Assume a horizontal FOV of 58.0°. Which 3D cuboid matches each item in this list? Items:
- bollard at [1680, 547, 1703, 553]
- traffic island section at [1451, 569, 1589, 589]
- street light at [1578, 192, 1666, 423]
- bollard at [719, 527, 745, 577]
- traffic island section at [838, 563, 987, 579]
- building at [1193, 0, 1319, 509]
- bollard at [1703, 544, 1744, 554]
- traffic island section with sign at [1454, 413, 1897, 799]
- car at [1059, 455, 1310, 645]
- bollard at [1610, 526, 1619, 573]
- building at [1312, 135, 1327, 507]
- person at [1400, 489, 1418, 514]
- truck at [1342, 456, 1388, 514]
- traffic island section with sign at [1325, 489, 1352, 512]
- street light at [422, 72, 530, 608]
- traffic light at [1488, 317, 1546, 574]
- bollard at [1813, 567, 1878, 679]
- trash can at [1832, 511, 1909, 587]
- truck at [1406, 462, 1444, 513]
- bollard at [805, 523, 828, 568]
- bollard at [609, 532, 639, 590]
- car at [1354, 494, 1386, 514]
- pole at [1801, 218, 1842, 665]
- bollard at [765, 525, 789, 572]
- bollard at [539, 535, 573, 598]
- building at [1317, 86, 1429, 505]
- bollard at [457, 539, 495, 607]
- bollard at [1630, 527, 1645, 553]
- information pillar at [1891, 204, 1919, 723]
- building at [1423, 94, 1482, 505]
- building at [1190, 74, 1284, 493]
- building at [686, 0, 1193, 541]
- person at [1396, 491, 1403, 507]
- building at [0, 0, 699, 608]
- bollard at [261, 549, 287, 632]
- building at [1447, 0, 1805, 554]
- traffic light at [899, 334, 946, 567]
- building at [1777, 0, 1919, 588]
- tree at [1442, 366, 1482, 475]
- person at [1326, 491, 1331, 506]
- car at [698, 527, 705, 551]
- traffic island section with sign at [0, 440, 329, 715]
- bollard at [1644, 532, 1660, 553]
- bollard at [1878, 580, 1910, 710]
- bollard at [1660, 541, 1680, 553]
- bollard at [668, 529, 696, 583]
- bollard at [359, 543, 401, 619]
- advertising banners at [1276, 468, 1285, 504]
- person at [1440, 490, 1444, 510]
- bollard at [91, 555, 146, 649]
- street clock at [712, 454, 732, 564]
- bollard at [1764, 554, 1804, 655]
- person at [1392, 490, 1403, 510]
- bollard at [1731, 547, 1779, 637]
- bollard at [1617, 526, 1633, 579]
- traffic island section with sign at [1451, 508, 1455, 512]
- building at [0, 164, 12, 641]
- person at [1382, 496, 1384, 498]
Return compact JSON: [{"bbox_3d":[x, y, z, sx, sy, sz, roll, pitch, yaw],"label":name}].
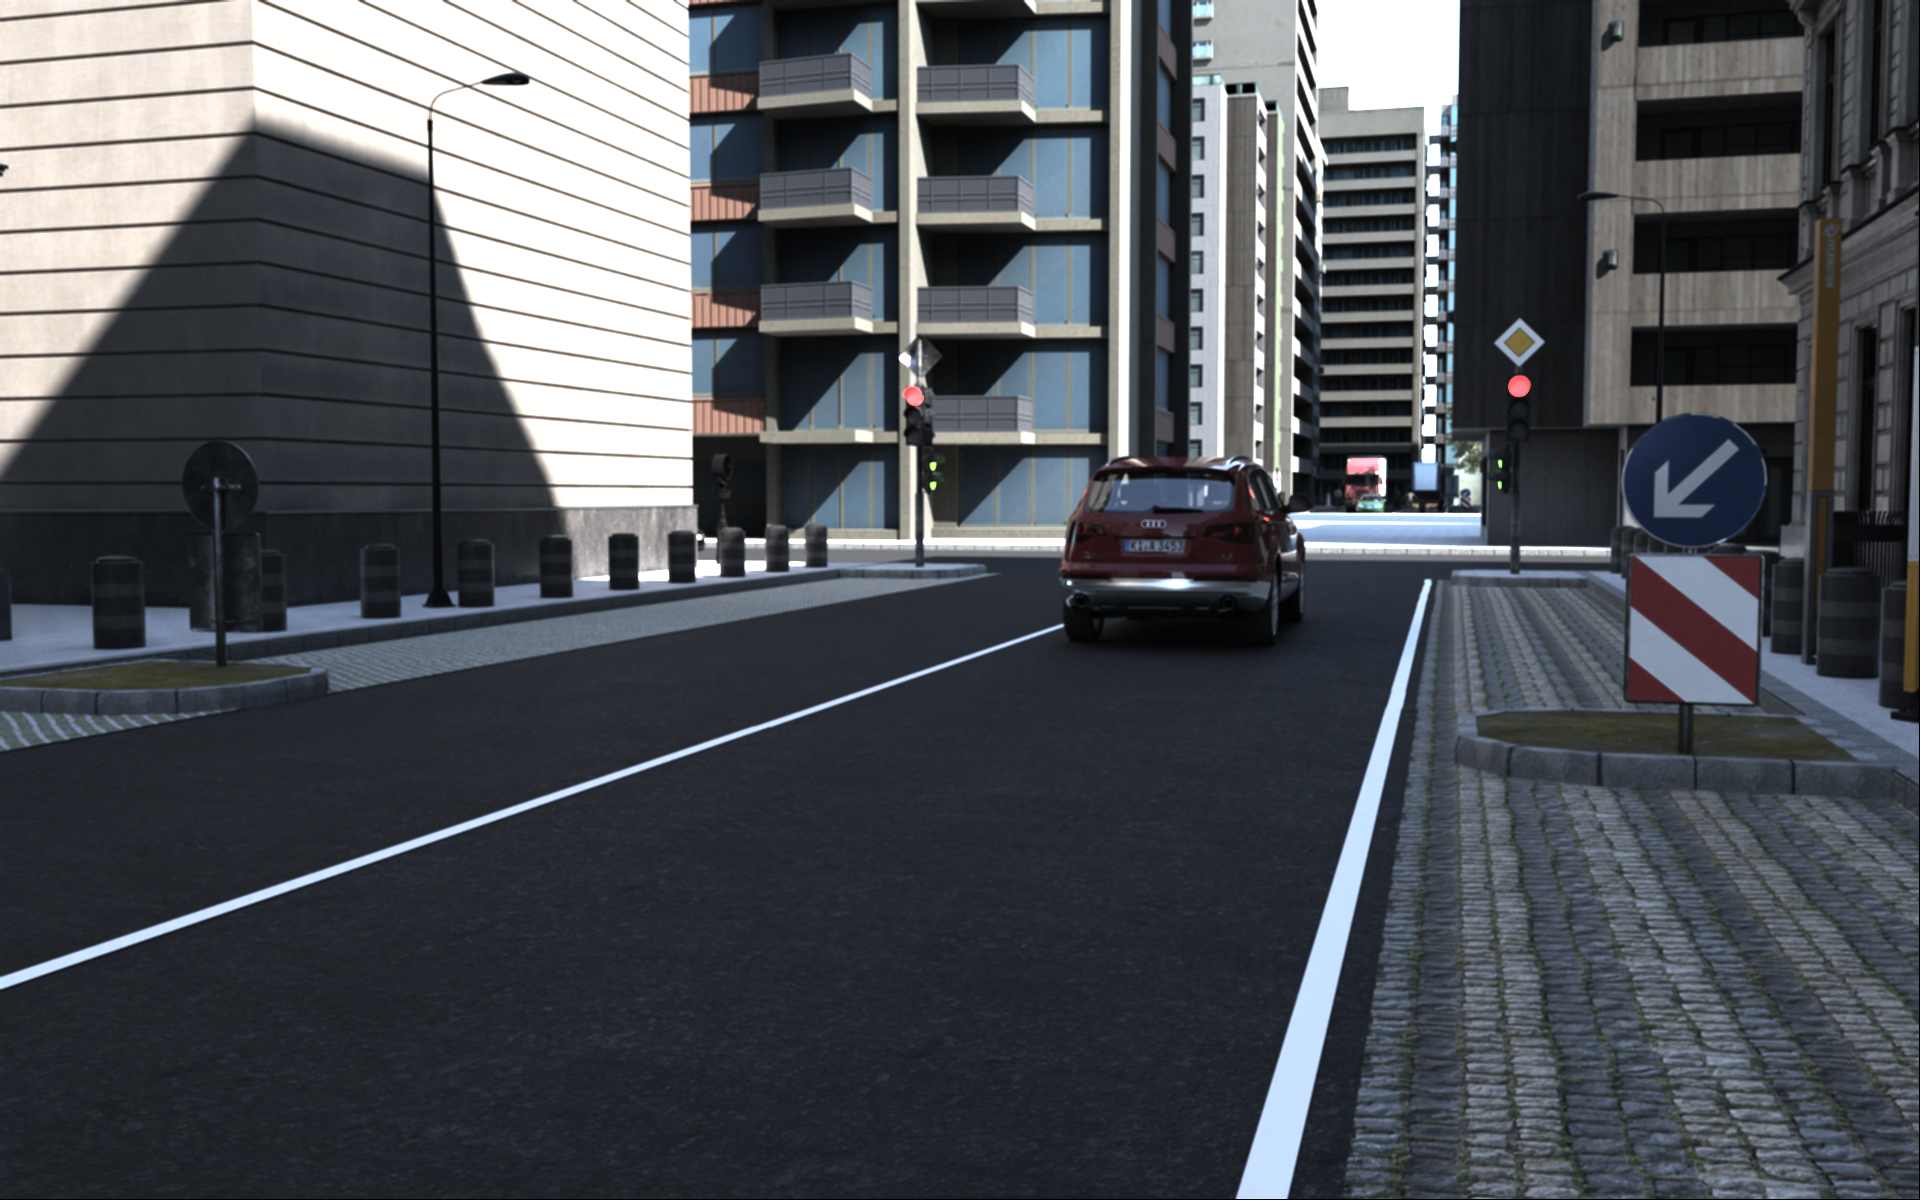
[{"bbox_3d":[8.263,-0.277,19.251,0.404,0.777,0.398,0,3,0],"label":"bollard"},{"bbox_3d":[8.929,-0.338,27.806,2.009,0.180,2.903,1,4,16],"label":"traffic island section"},{"bbox_3d":[10.186,-3.309,26.646,1.470,5.913,1.316,1,4,16],"label":"street light"},{"bbox_3d":[-3.527,-0.741,26.836,0.404,0.777,0.398,0,3,0],"label":"bollard"},{"bbox_3d":[-0.731,-0.505,30.541,2.009,0.180,2.903,1,4,16],"label":"traffic island section"},{"bbox_3d":[17.481,-31.678,141.639,21.300,48.544,21.600,1,4,16],"label":"building"},{"bbox_3d":[7.764,-0.169,17.488,0.404,0.777,0.398,0,3,0],"label":"bollard"},{"bbox_3d":[3.691,-0.038,9.253,1.989,1.847,2.006,1,4,16],"label":"traffic island section with sign"},{"bbox_3d":[2.445,-0.578,18.130,2.281,1.827,5.304,1,4,16],"label":"car"},{"bbox_3d":[10.759,-0.816,28.066,0.404,0.777,0.398,0,3,0],"label":"bollard"},{"bbox_3d":[23.373,-29.293,170.817,23.993,40.220,32.217,1,4,16],"label":"building"},{"bbox_3d":[32.000,-7.014,123.178,1.348,1.824,0.705,-1,4,-10],"label":"person"},{"bbox_3d":[30.149,-8.539,128.524,2.839,4.237,11.283,1,4,17],"label":"truck"},{"bbox_3d":[30.499,-7.999,139.406,1.989,1.847,2.006,1,4,16],"label":"traffic island section with sign"},{"bbox_3d":[-5.417,-2.866,19.395,1.470,5.913,1.316,1,4,16],"label":"street light"},{"bbox_3d":[8.893,-2.372,27.702,0.839,4.253,0.868,1,4,16],"label":"traffic light"},{"bbox_3d":[6.263,0.154,12.198,0.404,0.777,0.398,0,3,0],"label":"bollard"},{"bbox_3d":[7.671,-0.180,14.593,0.748,1.137,0.748,0,3,0],"label":"trash can"},{"bbox_3d":[37.556,-9.191,140.036,2.967,4.110,18.799,1,4,16],"label":"truck"},{"bbox_3d":[-2.522,-0.957,30.370,0.404,0.777,0.398,0,3,0],"label":"bollard"},{"bbox_3d":[-4.523,-0.526,23.312,0.404,0.777,0.398,0,3,0],"label":"bollard"},{"bbox_3d":[28.110,-6.534,118.632,2.131,1.459,4.920,1,4,15],"label":"car"},{"bbox_3d":[6.449,-1.169,12.960,0.158,3.312,0.155,0,3,0],"label":"pole"},{"bbox_3d":[-3.018,-0.849,28.604,0.404,0.777,0.398,0,3,0],"label":"bollard"},{"bbox_3d":[-5.024,-0.418,21.553,0.404,0.777,0.398,0,3,0],"label":"bollard"},{"bbox_3d":[45.219,-35.830,209.516,21.600,48.544,21.300,1,4,16],"label":"building"},{"bbox_3d":[-5.529,-0.310,19.779,0.404,0.777,0.398,0,3,0],"label":"bollard"},{"bbox_3d":[9.763,-0.601,24.540,0.404,0.777,0.398,0,3,0],"label":"bollard"},{"bbox_3d":[5.574,-1.125,9.743,0.504,3.616,0.183,-1,4,-15],"label":"information pillar"},{"bbox_3d":[70.372,-35.670,202.807,30.456,49.044,23.786,1,4,16],"label":"building"},{"bbox_3d":[15.230,-21.522,123.579,14.160,30.474,14.107,1,4,16],"label":"building"},{"bbox_3d":[-6.760,-24.660,57.822,28.867,44.769,22.147,1,4,16],"label":"building"},{"bbox_3d":[47.471,-10.903,187.323,0.990,1.755,0.434,2,4,33],"label":"person"},{"bbox_3d":[-17.769,-14.068,27.274,25.104,27.353,12.463,1,4,16],"label":"building"},{"bbox_3d":[-6.529,-0.093,16.232,0.404,0.777,0.398,0,3,0],"label":"bollard"},{"bbox_3d":[19.776,-16.640,43.765,14.107,30.474,14.160,1,4,16],"label":"building"},{"bbox_3d":[-0.695,-2.537,30.395,0.839,4.253,0.868,1,4,16],"label":"traffic light"},{"bbox_3d":[14.164,-9.198,15.012,10.561,19.102,19.286,1,4,16],"label":"building"},{"bbox_3d":[35.692,-12.049,115.132,7.486,12.596,7.792,0,3,0],"label":"tree"},{"bbox_3d":[39.922,-10.934,187.937,0.621,1.740,0.551,0,4,-5],"label":"person"},{"bbox_3d":[-7.770,-1.757,38.508,4.222,1.686,2.009,1,4,16],"label":"car"},{"bbox_3d":[-5.596,-0.215,12.138,1.989,1.847,2.006,1,4,16],"label":"traffic island section with sign"},{"bbox_3d":[9.263,-0.493,22.780,0.404,0.777,0.398,0,3,0],"label":"bollard"},{"bbox_3d":[5.756,0.264,10.406,0.404,0.777,0.398,0,3,0],"label":"bollard"},{"bbox_3d":[8.763,-0.386,21.020,0.404,0.777,0.398,0,3,0],"label":"bollard"},{"bbox_3d":[-4.028,-0.634,25.076,0.404,0.777,0.398,0,3,0],"label":"bollard"},{"bbox_3d":[-6.028,-0.201,18.010,0.404,0.777,0.398,0,3,0],"label":"bollard"},{"bbox_3d":[21.053,-7.197,113.865,0.090,3.025,2.074,0,4,-5],"label":"advertising banners"},{"bbox_3d":[42.963,-8.923,154.371,0.705,1.826,1.348,0,4,8],"label":"person"},{"bbox_3d":[-7.031,0.015,14.473,0.404,0.777,0.398,0,3,0],"label":"bollard"},{"bbox_3d":[-4.334,-1.652,31.584,0.358,2.002,0.471,1,4,13],"label":"street clock"},{"bbox_3d":[6.761,0.046,13.959,0.404,0.777,0.398,0,3,0],"label":"bollard"},{"bbox_3d":[39.158,-8.929,155.034,0.990,1.755,0.434,0,4,4],"label":"person"},{"bbox_3d":[7.261,-0.061,15.718,0.404,0.777,0.398,0,3,0],"label":"bollard"},{"bbox_3d":[10.264,-0.709,26.305,0.404,0.777,0.398,0,3,0],"label":"bollard"},{"bbox_3d":[39.899,-7.847,136.926,1.989,1.847,2.006,1,4,16],"label":"traffic island section with sign"},{"bbox_3d":[-15.267,-9.672,7.285,9.793,20.994,18.267,1,4,16],"label":"building"},{"bbox_3d":[44.455,-10.570,182.109,0.721,1.735,1.217,1,4,13],"label":"person"}]
